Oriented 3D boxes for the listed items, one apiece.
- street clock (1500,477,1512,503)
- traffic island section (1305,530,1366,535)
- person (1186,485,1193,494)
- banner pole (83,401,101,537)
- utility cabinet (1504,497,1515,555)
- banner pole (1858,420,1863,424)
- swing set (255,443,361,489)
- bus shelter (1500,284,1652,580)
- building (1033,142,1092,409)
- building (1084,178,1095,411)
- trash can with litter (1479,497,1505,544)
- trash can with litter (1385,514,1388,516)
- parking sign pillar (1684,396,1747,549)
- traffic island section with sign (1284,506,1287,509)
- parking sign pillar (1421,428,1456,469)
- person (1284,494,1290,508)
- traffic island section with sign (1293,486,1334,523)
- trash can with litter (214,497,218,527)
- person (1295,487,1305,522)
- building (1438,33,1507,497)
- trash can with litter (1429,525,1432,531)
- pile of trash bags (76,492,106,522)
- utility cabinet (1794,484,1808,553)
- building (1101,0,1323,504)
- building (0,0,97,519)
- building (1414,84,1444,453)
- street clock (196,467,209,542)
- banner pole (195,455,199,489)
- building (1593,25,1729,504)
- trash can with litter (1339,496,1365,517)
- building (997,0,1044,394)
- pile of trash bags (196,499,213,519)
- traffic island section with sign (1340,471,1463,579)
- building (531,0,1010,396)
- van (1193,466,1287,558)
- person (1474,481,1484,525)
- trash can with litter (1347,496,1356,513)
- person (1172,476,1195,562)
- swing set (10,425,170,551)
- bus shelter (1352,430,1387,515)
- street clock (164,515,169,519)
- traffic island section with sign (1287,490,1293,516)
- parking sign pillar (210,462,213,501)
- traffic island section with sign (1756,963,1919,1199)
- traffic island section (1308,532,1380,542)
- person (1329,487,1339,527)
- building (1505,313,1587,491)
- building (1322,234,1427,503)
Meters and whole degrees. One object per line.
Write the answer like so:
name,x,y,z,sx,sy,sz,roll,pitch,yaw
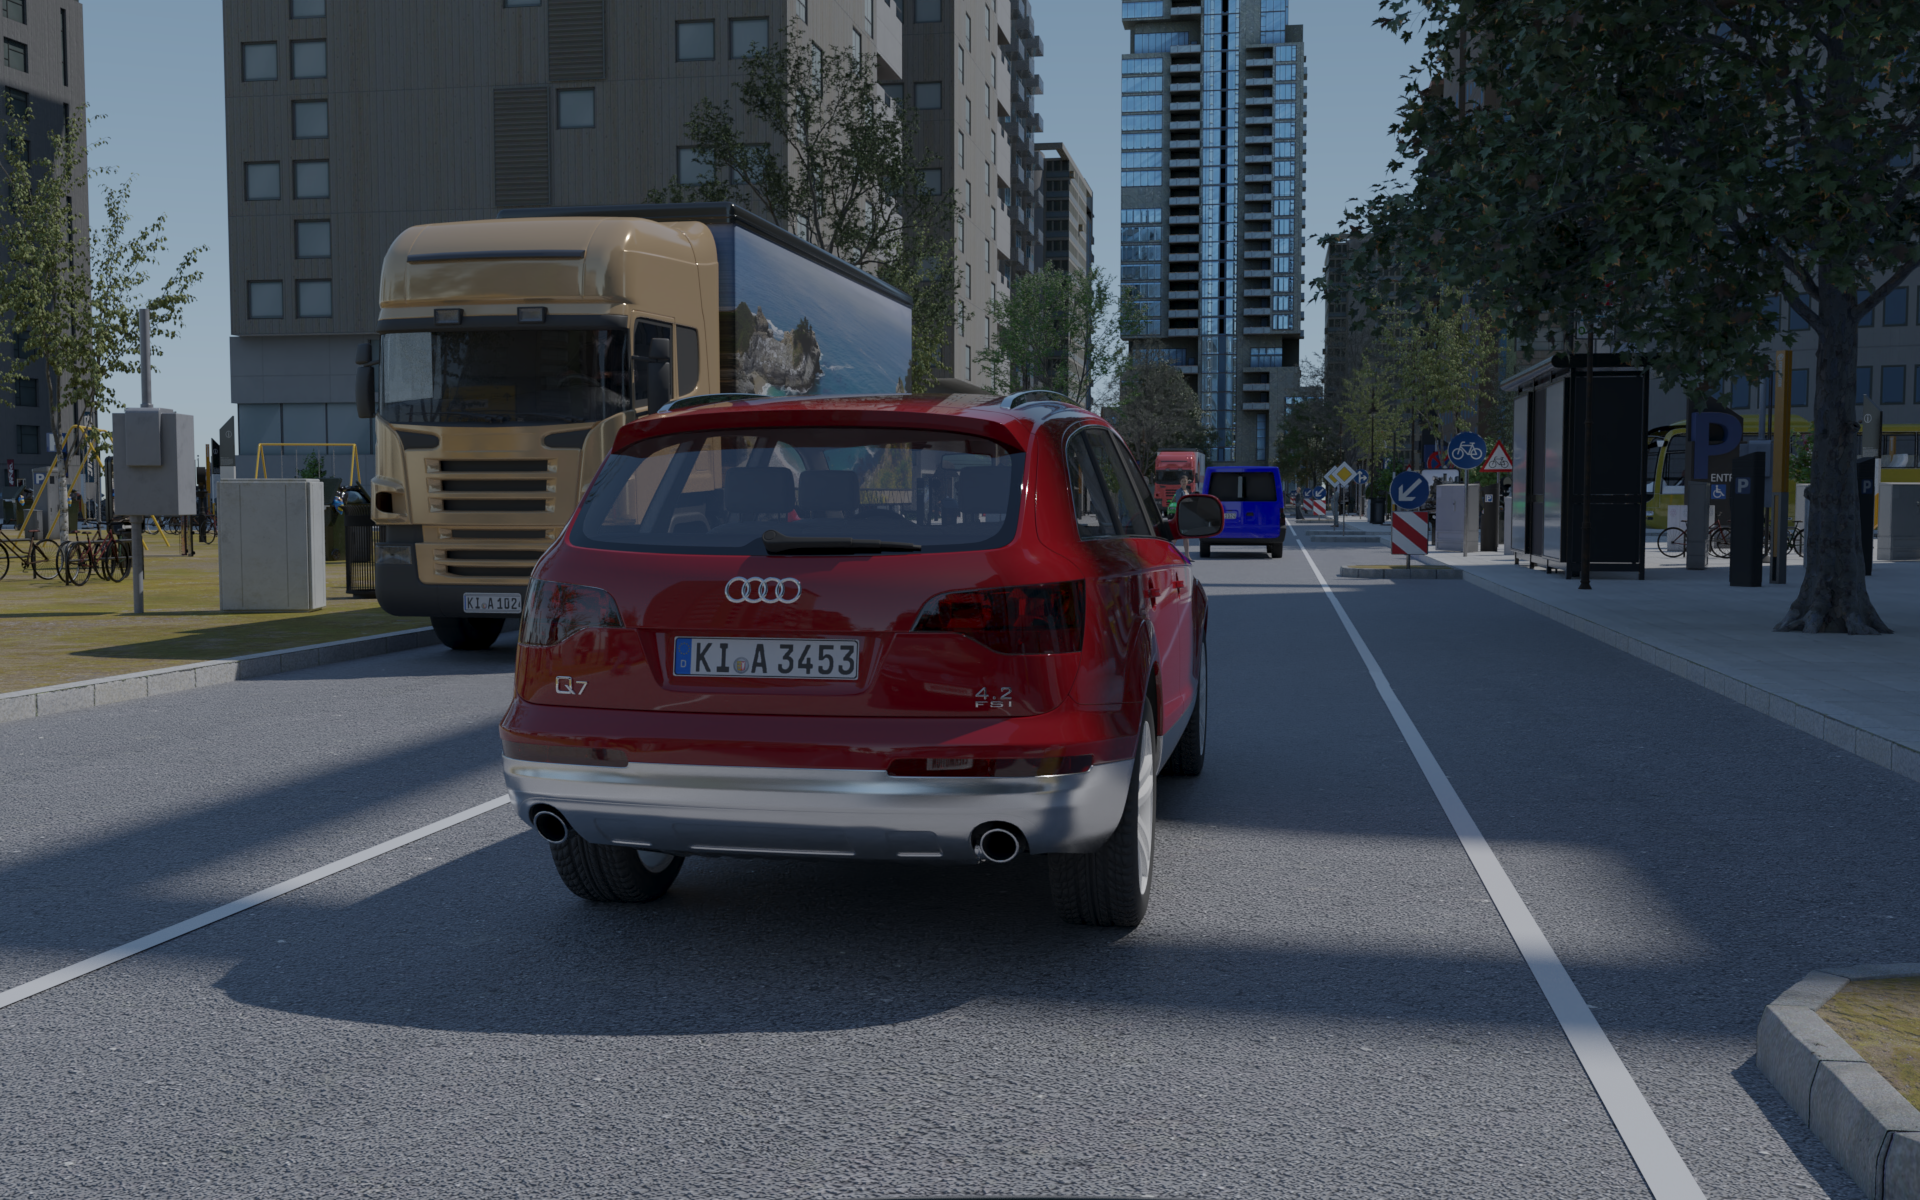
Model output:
street clock,22.701,-4.128,72.059,0.471,2.002,0.358,-1,4,-22
traffic island section,13.143,-2.352,60.732,2.009,0.180,2.903,1,4,10
person,9.254,-3.716,69.604,0.721,1.781,0.623,-2,4,-25
banner pole,-23.176,-3.443,46.309,0.401,3.779,0.863,0,4,3
utility cabinet,11.944,-1.554,36.570,1.020,1.237,0.306,-2,4,-33
banner pole,30.310,-4.196,58.624,0.401,3.779,0.863,0,4,2
swing set,-20.143,-3.441,53.880,3.119,2.851,2.862,0,4,-8
bus shelter,10.639,-3.196,29.884,2.179,5.291,8.768,1,4,10
building,1.462,-30.335,187.866,23.993,40.220,32.217,1,4,10
building,10.842,-36.077,239.966,14.200,45.320,14.600,1,4,10
trash can with litter,13.962,-2.019,44.402,1.055,1.170,0.624,-2,4,-26
trash can with litter,24.615,-5.485,100.731,2.233,1.210,1.678,0,4,0
parking sign pillar,18.013,-3.230,41.280,1.447,3.967,1.447,0,4,3
traffic island section with sign,31.177,-9.317,160.968,1.989,1.847,2.006,1,4,10
parking sign pillar,18.861,-4.880,68.261,1.447,3.967,1.447,0,4,5
person,34.300,-10.696,183.477,1.348,1.812,0.705,0,4,5
traffic island section with sign,17.623,-4.704,85.543,1.989,1.847,2.006,1,4,10
trash can with litter,-28.991,-3.476,68.226,0.624,1.170,1.055,-2,4,-34
person,17.443,-4.900,89.039,0.534,1.772,0.576,-1,4,-16
building,51.801,-31.090,158.435,14.600,45.320,14.200,1,4,10
trash can with litter,16.461,-3.013,60.318,1.678,1.210,2.233,2,4,32
pile of trash bags,-40.386,-4.328,80.513,1.912,1.369,3.447,0,4,-2
utility cabinet,18.589,-1.752,37.320,1.173,1.500,0.318,-1,4,-17
building,34.332,-56.642,238.764,31.000,86.520,22.319,1,4,10
building,-56.665,-19.559,91.483,14.107,30.474,14.160,1,4,10
building,58.968,-32.104,179.529,22.147,44.769,28.867,1,4,10
street clock,-20.110,-2.530,45.937,0.358,2.002,0.471,-1,4,-23
banner pole,-48.852,-7.376,110.610,0.863,3.779,0.401,-3,5,-42
building,43.500,-32.514,73.598,28.212,58.520,21.231,1,4,10
trash can with litter,22.712,-5.375,98.945,2.233,1.210,1.678,0,4,-3
building,-4.590,-32.795,155.802,23.786,49.044,30.456,1,4,10
pile of trash bags,-37.968,-4.774,87.804,3.447,1.369,1.912,-3,5,-41
traffic island section with sign,7.673,-1.321,30.225,1.989,1.847,2.006,1,4,10
building,-11.245,-32.724,124.275,28.713,52.752,27.495,1,4,10
van,6.567,-2.216,40.610,2.240,2.365,5.245,1,4,8
person,16.400,-2.853,55.051,0.656,1.842,0.836,1,4,19
trash can with litter,26.456,-6.413,116.234,0.624,1.170,1.055,-3,4,-36
person,4.689,-1.723,36.694,0.581,1.822,0.654,-3,5,-39
swing set,-20.392,-2.637,40.729,2.862,2.851,3.119,-1,4,-15
bus shelter,25.306,-7.884,106.531,2.179,5.291,8.768,1,4,10
street clock,-40.925,-5.179,89.252,0.471,2.002,0.358,1,4,22
traffic island section with sign,22.384,-6.327,112.076,1.989,1.847,2.006,1,4,10
parking sign pillar,-57.839,-8.872,133.524,1.447,3.967,1.447,-3,5,-42
traffic island section with sign,2.899,0.302,3.695,1.989,1.847,2.006,1,4,10
traffic island section,11.730,-1.871,52.872,2.009,0.180,2.903,1,4,10
person,16.289,-4.089,75.532,0.466,1.800,0.511,-1,4,-13
building,45.914,-26.848,122.557,14.154,41.232,14.086,1,4,10
building,62.565,-33.525,240.008,23.993,40.220,32.217,1,4,10
